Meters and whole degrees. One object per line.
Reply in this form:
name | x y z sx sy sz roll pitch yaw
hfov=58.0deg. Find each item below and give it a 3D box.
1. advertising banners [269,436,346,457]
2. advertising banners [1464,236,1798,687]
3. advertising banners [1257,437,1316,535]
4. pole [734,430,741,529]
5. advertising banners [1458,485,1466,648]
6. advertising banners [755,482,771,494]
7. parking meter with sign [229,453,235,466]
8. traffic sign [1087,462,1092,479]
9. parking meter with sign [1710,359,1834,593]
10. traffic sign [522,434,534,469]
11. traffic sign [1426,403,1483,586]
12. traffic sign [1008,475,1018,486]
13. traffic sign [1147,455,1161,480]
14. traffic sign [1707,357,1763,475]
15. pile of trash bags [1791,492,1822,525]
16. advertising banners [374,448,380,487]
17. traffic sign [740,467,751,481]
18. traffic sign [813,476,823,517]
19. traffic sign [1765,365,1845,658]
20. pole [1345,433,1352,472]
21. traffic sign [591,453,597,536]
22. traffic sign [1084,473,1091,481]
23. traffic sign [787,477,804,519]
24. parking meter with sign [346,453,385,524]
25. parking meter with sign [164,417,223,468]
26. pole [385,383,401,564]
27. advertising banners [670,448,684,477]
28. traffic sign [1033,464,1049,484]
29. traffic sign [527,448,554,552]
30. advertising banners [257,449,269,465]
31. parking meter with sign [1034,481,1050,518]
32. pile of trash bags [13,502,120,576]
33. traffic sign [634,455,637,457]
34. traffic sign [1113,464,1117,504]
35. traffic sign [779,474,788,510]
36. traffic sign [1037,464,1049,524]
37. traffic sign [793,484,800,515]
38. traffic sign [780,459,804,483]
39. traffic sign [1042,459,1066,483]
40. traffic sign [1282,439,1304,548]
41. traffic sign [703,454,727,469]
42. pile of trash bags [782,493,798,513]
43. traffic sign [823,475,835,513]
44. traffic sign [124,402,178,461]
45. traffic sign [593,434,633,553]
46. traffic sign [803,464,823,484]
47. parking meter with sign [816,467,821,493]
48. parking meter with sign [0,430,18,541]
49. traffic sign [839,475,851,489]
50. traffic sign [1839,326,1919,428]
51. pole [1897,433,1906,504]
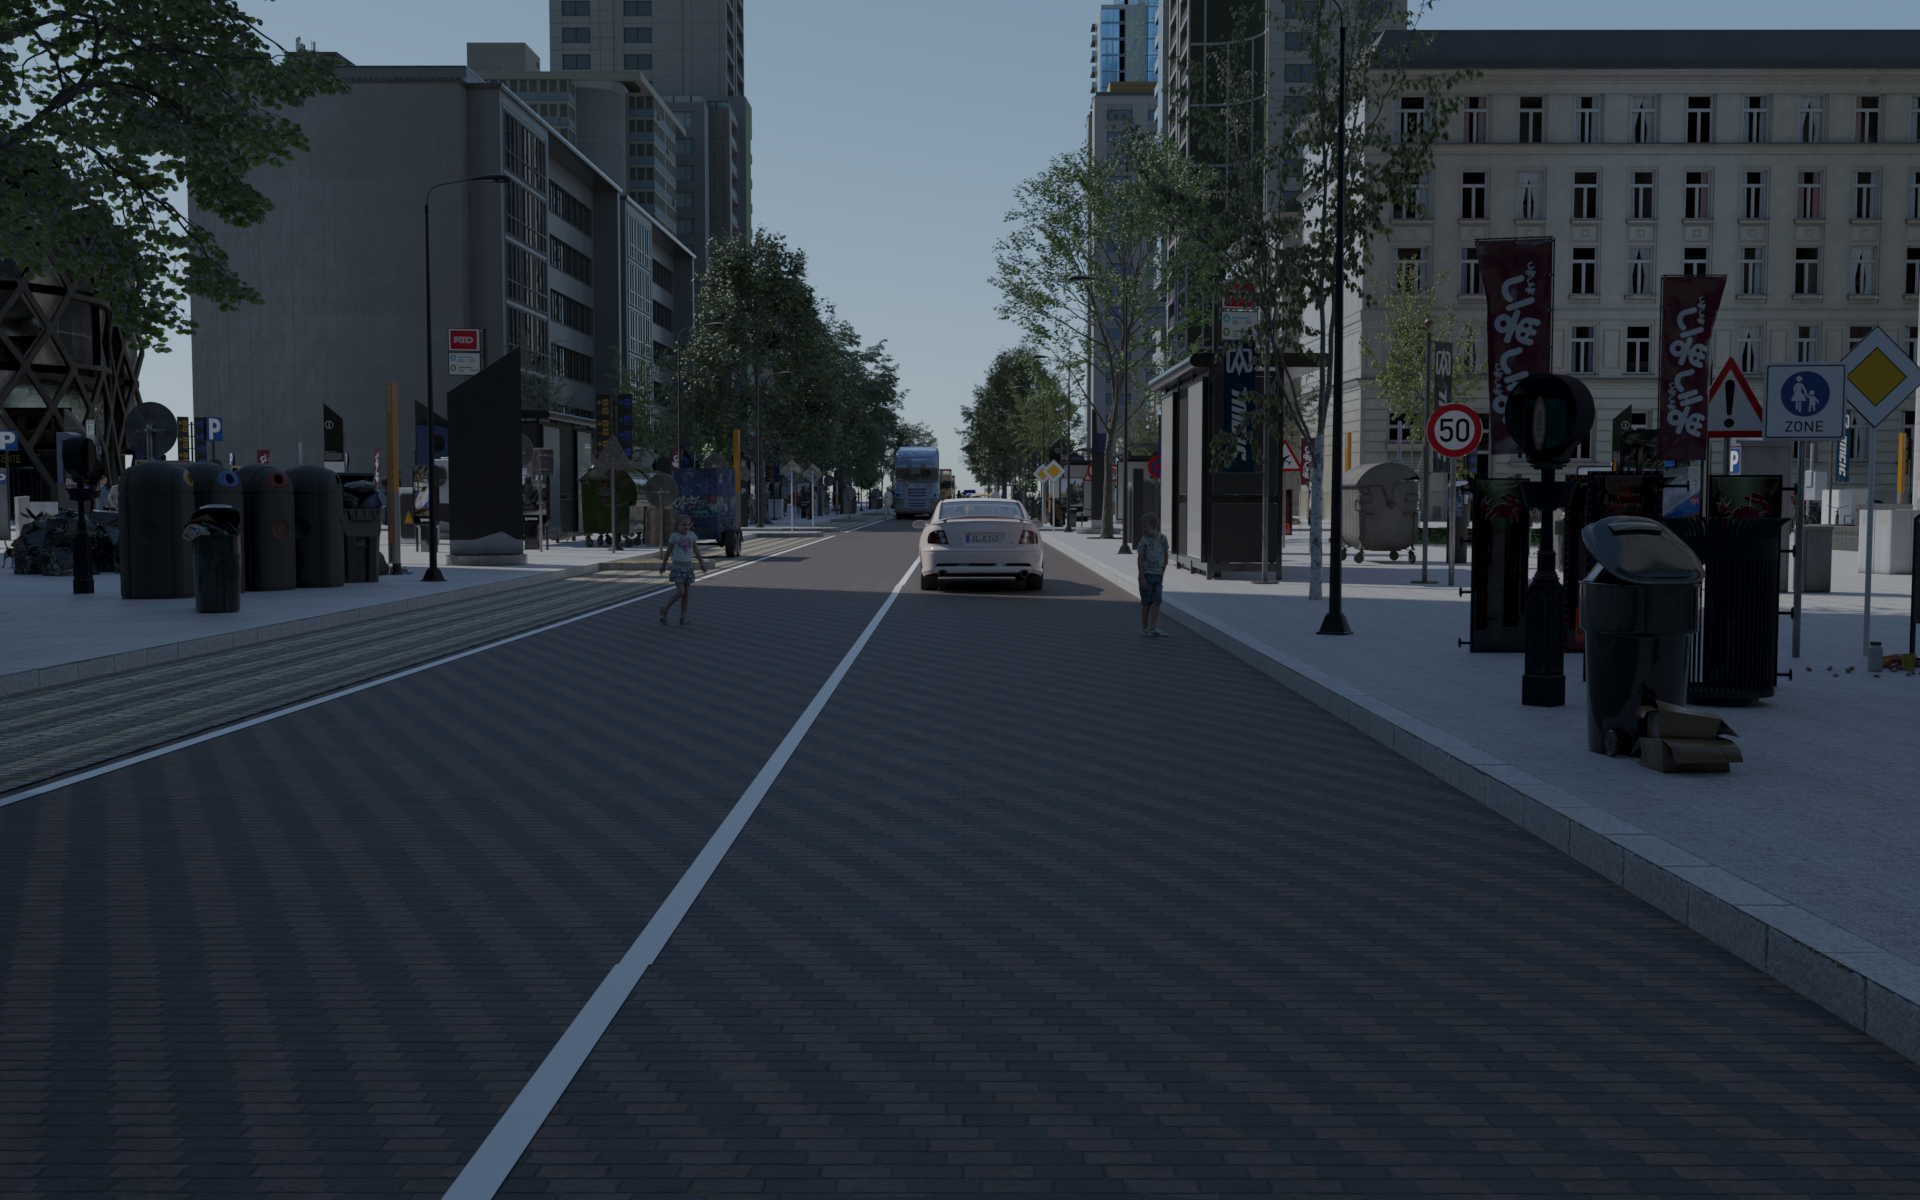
advertising banners | -19.343 -3.386 51.541 2.074 3.025 0.090 -1 4 -20
advertising banners | 4.525 -0.948 11.694 2.074 3.025 0.090 1 4 15
advertising banners | 10.072 -3.524 53.812 2.074 3.025 0.090 2 4 28
pole | -7.068 -3.736 54.930 0.158 3.312 0.155 0 3 0
advertising banners | 5.073 -1.083 13.892 2.074 3.025 0.090 0 4 1
advertising banners | -15.110 -8.229 130.727 2.074 3.025 0.090 -2 4 -26
parking meter with sign | -29.905 -4.713 73.317 1.738 3.016 0.543 -3 4 -37
traffic sign | 5.212 -4.030 65.998 0.768 2.556 0.104 0 4 6
parking meter with sign | 10.440 -1.609 22.570 1.738 3.016 0.543 0 3 0
traffic sign | -9.265 -2.202 36.114 0.768 2.556 0.104 0 4 7
traffic sign | 6.889 -1.474 24.213 0.768 2.556 0.104 0 4 6
traffic sign | 3.708 -7.295 119.276 0.884 2.594 0.081 0 4 7
traffic sign | 6.500 -3.454 56.587 0.768 2.556 0.104 0 4 7
traffic sign | 7.298 -1.009 16.502 0.884 2.594 0.081 0 4 6
pile of trash bags | 35.990 -3.841 72.557 3.447 1.369 1.912 0 4 -5
advertising banners | -22.915 -4.343 67.200 0.090 3.025 2.074 -3 5 -42
traffic sign | -10.058 -4.889 80.042 0.768 2.556 0.104 0 4 5
traffic sign | -7.831 -5.704 95.390 0.606 2.300 0.079 0 4 7
traffic sign | 6.558 -0.697 13.521 0.606 2.300 0.079 0 4 8
pole | 12.914 -3.904 57.679 0.158 3.312 0.155 0 3 0
traffic sign | -11.299 -3.248 53.111 0.884 2.594 0.081 0 4 5
traffic sign | 5.417 -4.306 70.403 0.884 2.594 0.081 1 4 9
traffic sign | -8.559 -5.495 89.842 0.884 2.594 0.081 0 4 2
parking meter with sign | -24.953 -4.700 73.110 1.738 3.016 0.543 -2 4 -24
parking meter with sign | -17.703 -2.642 39.465 1.738 3.016 0.543 1 4 15
pole | -10.424 -2.323 31.831 0.158 3.312 0.155 0 3 0
advertising banners | -11.604 -4.290 66.321 2.074 3.025 0.090 0 4 -8
traffic sign | 3.176 -3.897 65.908 0.795 2.593 0.064 0 4 0
traffic sign | -9.288 -2.216 38.359 0.606 2.300 0.079 0 4 2
advertising banners | -28.050 -4.384 67.870 2.074 3.025 0.090 0 4 -6
parking meter with sign | 4.701 -5.902 92.764 1.738 3.016 0.543 3 4 36
pile of trash bags | -13.567 -1.145 28.474 3.447 1.369 1.912 -3 5 -40
traffic sign | -10.677 -3.485 56.986 0.884 2.594 0.081 0 4 3
traffic sign | 6.386 -4.426 72.473 0.768 2.556 0.104 0 4 5
traffic sign | -11.294 -6.768 110.769 0.768 2.556 0.104 0 4 5
traffic sign | 3.597 -4.478 73.316 0.768 2.556 0.104 0 4 8
traffic sign | -9.800 -6.477 105.895 0.884 2.594 0.081 0 4 4
traffic sign | -5.641 -3.411 57.968 0.795 2.593 0.064 0 4 0
traffic sign | 3.154 -3.409 57.923 0.795 2.593 0.064 0 4 0
traffic sign | 7.638 -2.495 40.798 0.884 2.594 0.081 0 4 5
traffic sign | -7.692 -3.321 54.403 0.768 2.556 0.104 0 4 8
pile of trash bags | -12.472 -6.727 119.740 3.447 1.369 1.912 3 4 36
traffic sign | -8.658 -7.001 114.567 0.768 2.556 0.104 0 4 6
traffic sign | -11.144 -1.454 23.872 0.768 2.556 0.104 0 4 5
traffic sign | -7.519 -2.296 37.536 0.884 2.594 0.081 0 4 2
traffic sign | -5.618 -3.900 65.953 0.795 2.593 0.064 0 4 0
parking meter with sign | -9.311 -7.125 112.761 0.543 3.016 1.738 0 4 -3
parking meter with sign | -26.755 -3.175 48.175 1.738 3.016 0.543 3 5 44
traffic sign | -7.641 -7.034 115.107 0.768 2.556 0.104 0 4 5
traffic sign | 7.191 -0.849 13.610 0.795 2.593 0.064 0 4 3
pole | 31.506 -3.922 57.976 0.158 3.312 0.155 0 3 0
